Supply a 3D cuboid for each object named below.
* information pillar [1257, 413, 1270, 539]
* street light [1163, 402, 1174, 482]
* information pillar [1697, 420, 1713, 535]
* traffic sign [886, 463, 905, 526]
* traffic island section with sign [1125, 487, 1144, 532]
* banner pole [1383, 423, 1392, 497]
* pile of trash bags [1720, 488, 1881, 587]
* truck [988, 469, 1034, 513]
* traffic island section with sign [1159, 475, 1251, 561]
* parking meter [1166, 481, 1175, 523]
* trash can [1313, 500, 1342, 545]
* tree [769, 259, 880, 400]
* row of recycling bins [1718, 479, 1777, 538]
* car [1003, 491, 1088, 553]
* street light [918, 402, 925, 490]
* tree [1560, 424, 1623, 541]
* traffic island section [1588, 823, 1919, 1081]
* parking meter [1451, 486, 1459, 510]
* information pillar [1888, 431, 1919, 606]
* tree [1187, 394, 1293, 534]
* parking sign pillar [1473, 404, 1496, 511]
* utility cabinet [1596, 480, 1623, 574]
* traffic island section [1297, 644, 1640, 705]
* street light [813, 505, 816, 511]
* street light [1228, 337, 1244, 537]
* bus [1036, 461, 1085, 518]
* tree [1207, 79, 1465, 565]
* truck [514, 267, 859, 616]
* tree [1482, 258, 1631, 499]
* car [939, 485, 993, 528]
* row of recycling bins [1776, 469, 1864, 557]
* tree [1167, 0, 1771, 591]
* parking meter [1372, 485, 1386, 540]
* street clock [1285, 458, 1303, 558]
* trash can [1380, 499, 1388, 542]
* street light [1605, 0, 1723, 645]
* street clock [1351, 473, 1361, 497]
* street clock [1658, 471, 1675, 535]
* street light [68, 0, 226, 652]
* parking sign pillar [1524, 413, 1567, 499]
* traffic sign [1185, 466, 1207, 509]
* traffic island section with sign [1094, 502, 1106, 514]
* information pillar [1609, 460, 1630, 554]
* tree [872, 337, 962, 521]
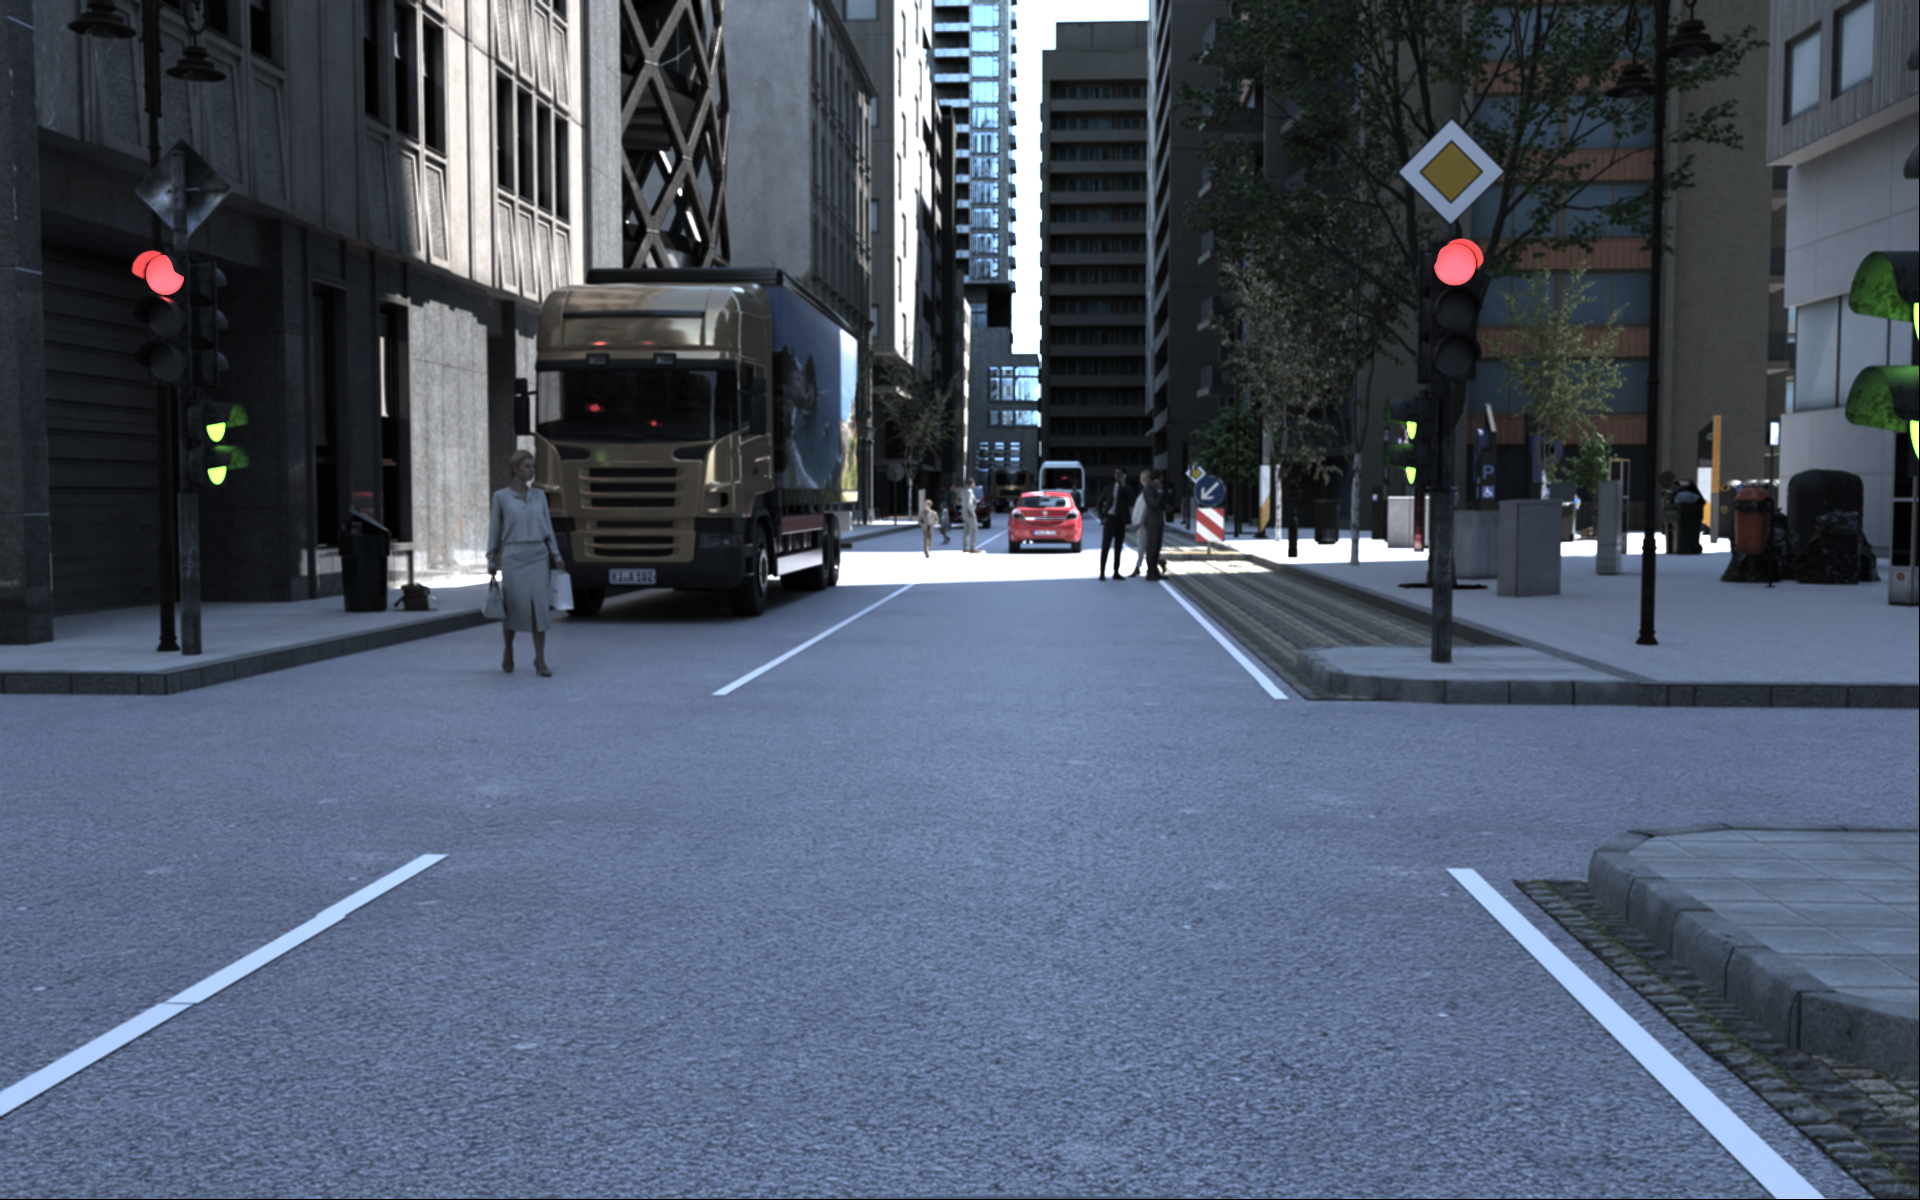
[{"bbox_3d":[8.809,-3.591,50.072,0.183,3.616,0.504,3,5,39],"label":"information pillar"},{"bbox_3d":[10.504,-7.008,87.371,0.468,5.910,1.993,0,4,4],"label":"street light"},{"bbox_3d":[23.164,-3.817,53.768,0.504,3.616,0.183,1,4,10],"label":"information pillar"},{"bbox_3d":[-2.630,-4.300,70.417,0.768,2.556,0.104,0,4,4],"label":"traffic sign"},{"bbox_3d":[7.040,-3.463,65.251,1.989,1.847,2.006,0,4,4],"label":"traffic island section with sign"},{"bbox_3d":[13.892,-4.053,56.279,0.401,3.779,0.863,0,4,-6],"label":"banner pole"},{"bbox_3d":[11.957,-0.935,25.037,1.912,1.369,3.447,3,5,43],"label":"pile of trash bags"},{"bbox_3d":[4.025,-8.432,133.783,3.469,3.379,9.791,0,4,3],"label":"truck"},{"bbox_3d":[5.279,-1.784,37.789,1.989,1.847,2.006,0,4,4],"label":"traffic island section with sign"},{"bbox_3d":[9.491,-4.430,78.148,0.399,1.863,0.255,0,4,4],"label":"parking meter"},{"bbox_3d":[9.328,-1.980,44.030,0.748,1.137,0.748,0,3,0],"label":"trash can"},{"bbox_3d":[-4.969,-6.392,54.867,4.737,8.622,4.395,0,3,0],"label":"tree"},{"bbox_3d":[22.926,-2.618,49.923,1.069,1.692,3.534,0,4,0],"label":"row of recycling bins"},{"bbox_3d":[2.151,-2.110,43.535,2.155,1.783,4.494,0,4,3],"label":"car"},{"bbox_3d":[-1.929,-7.009,87.377,0.468,5.910,1.993,0,4,4],"label":"street light"},{"bbox_3d":[17.501,-3.273,48.122,1.663,3.219,1.824,0,3,0],"label":"tree"},{"bbox_3d":[3.191,1.040,5.271,2.009,0.180,2.903,0,4,4],"label":"traffic island section"},{"bbox_3d":[15.516,-2.822,54.547,0.372,1.533,0.369,0,3,0],"label":"parking meter"},{"bbox_3d":[10.917,-0.941,19.882,0.304,2.012,0.304,-2,4,-26],"label":"information pillar"},{"bbox_3d":[9.136,-4.412,55.846,4.285,4.588,4.351,0,3,0],"label":"tree"},{"bbox_3d":[15.464,-3.825,51.013,1.447,3.967,1.447,1,4,8],"label":"parking sign pillar"},{"bbox_3d":[10.455,-1.176,27.899,0.318,1.500,1.173,2,4,25],"label":"utility cabinet"},{"bbox_3d":[3.701,0.553,13.240,2.009,0.180,2.903,0,4,4],"label":"traffic island section"},{"bbox_3d":[-4.267,-4.770,50.782,0.468,5.910,1.993,0,4,4],"label":"street light"},{"bbox_3d":[8.184,-4.792,51.133,0.468,5.910,1.993,0,4,4],"label":"street light"},{"bbox_3d":[6.004,-6.666,103.842,2.948,3.499,13.247,0,4,2],"label":"bus"},{"bbox_3d":[6.989,-4.940,31.131,4.360,8.622,3.978,0,3,0],"label":"tree"},{"bbox_3d":[-3.276,-2.132,23.770,2.839,4.237,11.283,0,4,3],"label":"truck"},{"bbox_3d":[18.481,-6.337,53.967,4.737,8.622,4.395,0,3,0],"label":"tree"},{"bbox_3d":[0.284,-3.988,73.871,2.281,1.827,5.304,0,4,2],"label":"car"},{"bbox_3d":[15.029,-1.399,29.987,1.069,1.692,3.534,2,4,33],"label":"row of recycling bins"},{"bbox_3d":[6.667,-5.974,23.430,9.928,11.665,9.643,0,3,0],"label":"tree"},{"bbox_3d":[11.800,-2.470,48.800,0.372,1.533,0.369,0,3,0],"label":"parking meter"},{"bbox_3d":[6.737,-1.861,35.000,0.358,2.002,0.471,1,4,17],"label":"street clock"},{"bbox_3d":[11.972,-2.208,47.752,0.748,1.137,0.748,0,3,0],"label":"trash can"},{"bbox_3d":[5.867,-2.558,14.614,0.468,5.910,1.993,0,4,4],"label":"street light"},{"bbox_3d":[12.693,-3.119,55.566,0.358,2.002,0.471,2,4,25],"label":"street clock"},{"bbox_3d":[22.178,-3.048,54.413,0.471,2.002,0.358,1,4,12],"label":"street clock"},{"bbox_3d":[-6.482,-2.521,14.004,0.468,5.910,1.993,0,4,4],"label":"street light"},{"bbox_3d":[19.442,-4.224,57.534,1.447,3.967,1.447,0,4,-8],"label":"parking sign pillar"},{"bbox_3d":[8.571,-3.778,62.963,0.795,2.450,0.064,1,4,10],"label":"traffic sign"},{"bbox_3d":[11.973,-8.170,142.210,1.989,1.847,2.006,0,4,4],"label":"traffic island section with sign"},{"bbox_3d":[14.112,-1.995,37.115,0.304,2.012,0.304,-3,5,-40],"label":"information pillar"},{"bbox_3d":[-2.119,-8.021,81.506,4.360,8.622,3.978,0,3,0],"label":"tree"}]
